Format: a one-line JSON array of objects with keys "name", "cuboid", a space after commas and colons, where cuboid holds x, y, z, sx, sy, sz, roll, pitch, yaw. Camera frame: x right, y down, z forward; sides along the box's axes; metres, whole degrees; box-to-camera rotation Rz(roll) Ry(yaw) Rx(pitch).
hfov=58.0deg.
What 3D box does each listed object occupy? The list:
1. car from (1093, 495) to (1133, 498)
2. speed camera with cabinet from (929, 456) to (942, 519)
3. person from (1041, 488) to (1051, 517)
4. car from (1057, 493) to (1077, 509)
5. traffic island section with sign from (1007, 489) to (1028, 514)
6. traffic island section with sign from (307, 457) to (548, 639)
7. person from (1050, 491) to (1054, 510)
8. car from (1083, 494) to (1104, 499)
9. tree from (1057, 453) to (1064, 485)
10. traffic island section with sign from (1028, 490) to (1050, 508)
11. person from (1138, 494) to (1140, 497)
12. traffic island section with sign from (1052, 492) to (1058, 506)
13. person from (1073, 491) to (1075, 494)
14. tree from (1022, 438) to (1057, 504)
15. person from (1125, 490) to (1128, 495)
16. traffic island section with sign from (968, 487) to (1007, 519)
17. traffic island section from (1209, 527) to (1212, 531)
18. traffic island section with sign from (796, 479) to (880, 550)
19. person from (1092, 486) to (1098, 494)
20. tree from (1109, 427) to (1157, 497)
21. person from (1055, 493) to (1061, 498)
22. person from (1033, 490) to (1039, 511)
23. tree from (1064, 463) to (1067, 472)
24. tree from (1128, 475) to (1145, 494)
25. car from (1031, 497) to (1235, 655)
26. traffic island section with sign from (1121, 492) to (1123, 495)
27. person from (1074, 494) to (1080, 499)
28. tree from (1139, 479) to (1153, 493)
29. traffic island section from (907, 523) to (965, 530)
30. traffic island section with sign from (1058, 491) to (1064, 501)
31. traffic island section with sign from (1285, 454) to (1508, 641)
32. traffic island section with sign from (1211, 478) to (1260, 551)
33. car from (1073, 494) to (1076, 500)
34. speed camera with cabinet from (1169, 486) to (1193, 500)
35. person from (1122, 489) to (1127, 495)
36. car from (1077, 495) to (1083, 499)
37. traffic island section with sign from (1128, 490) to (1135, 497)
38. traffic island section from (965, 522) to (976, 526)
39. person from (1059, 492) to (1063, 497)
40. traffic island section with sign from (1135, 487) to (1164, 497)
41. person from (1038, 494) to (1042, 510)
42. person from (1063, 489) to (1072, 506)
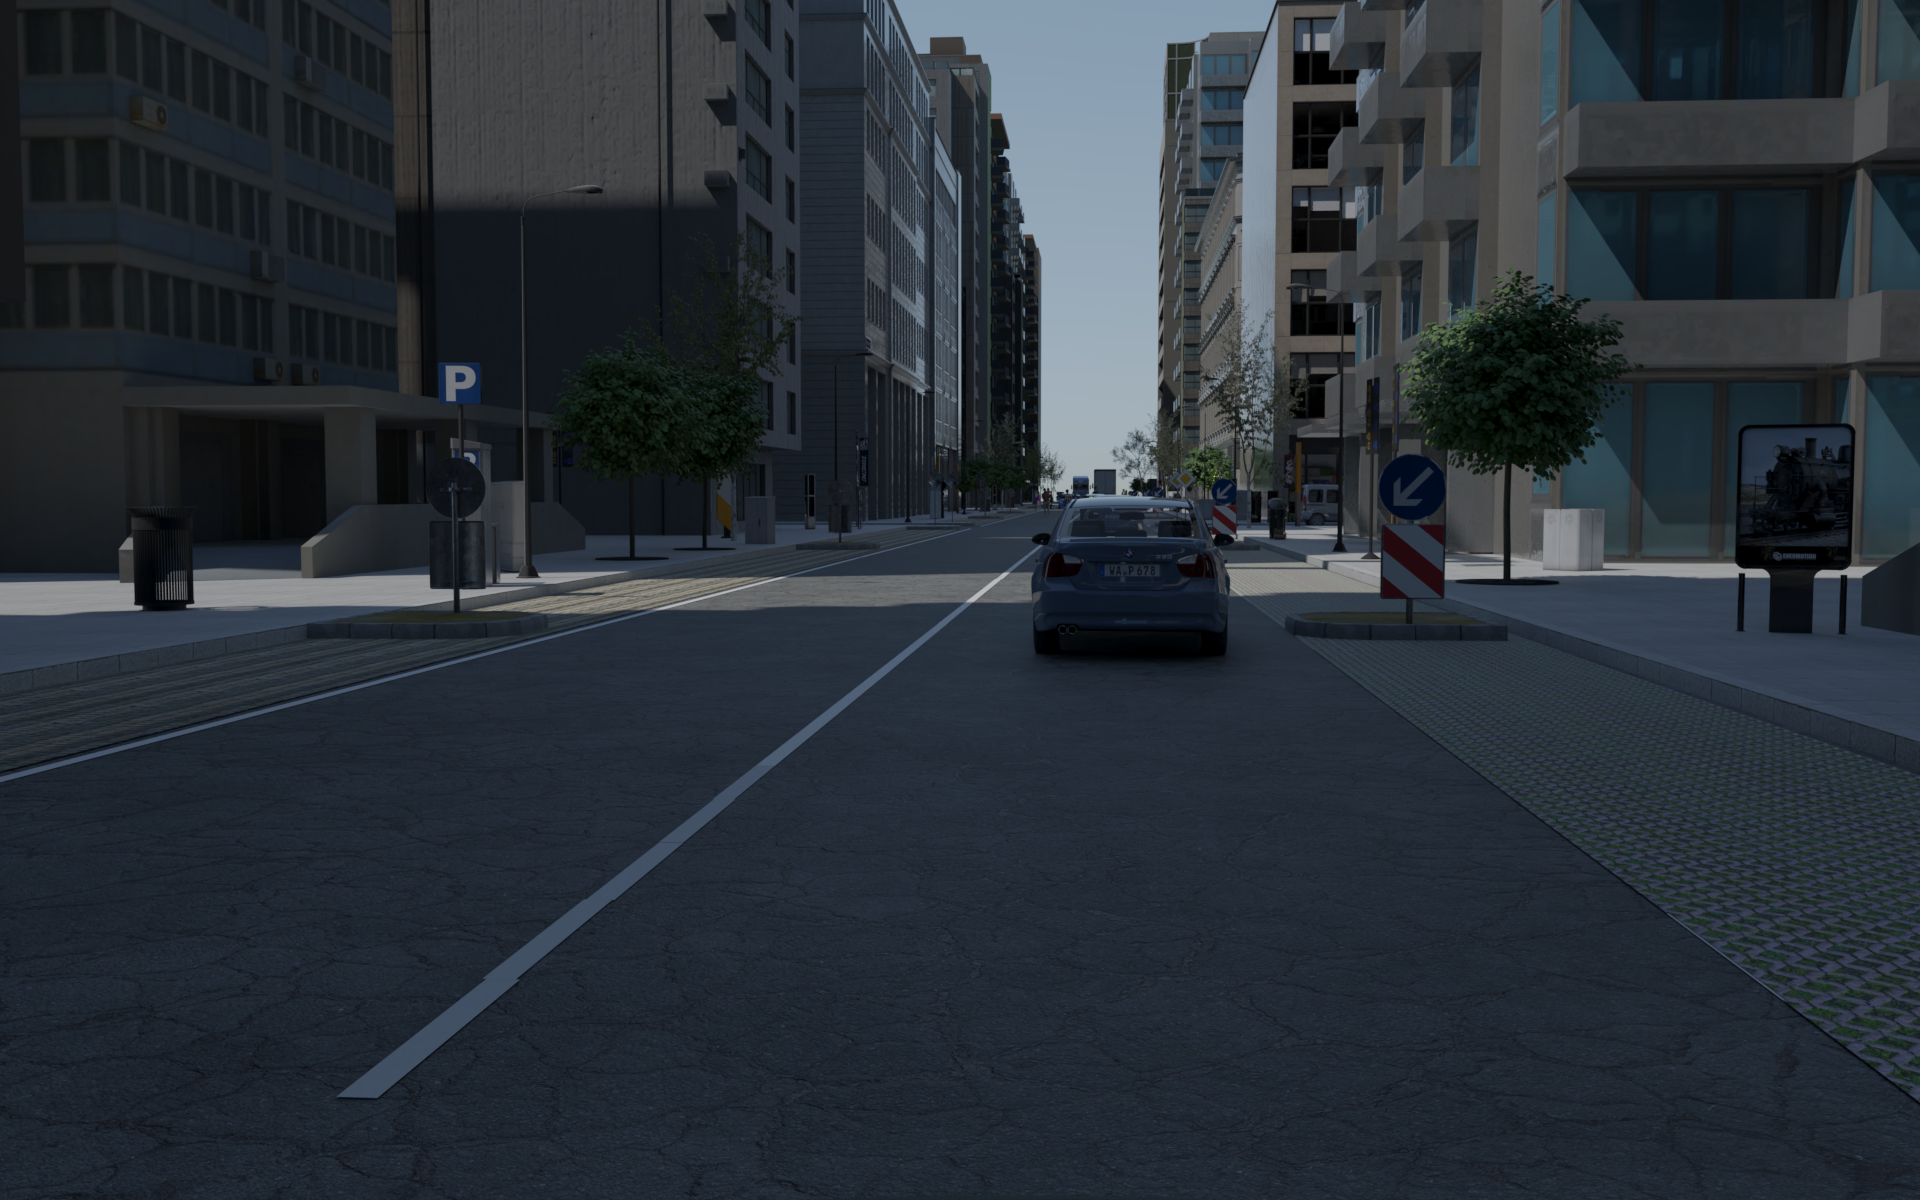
[{"name": "car", "cuboid": [4.627, -2.449, 52.037, 2.014, 1.417, 4.499, 0, 4, 6]}, {"name": "speed camera with cabinet", "cuboid": [-1.259, -5.819, 89.476, 0.660, 3.252, 2.038, 0, 4, 0]}, {"name": "person", "cuboid": [5.366, -6.028, 107.031, 0.573, 1.828, 0.580, 3, 5, 40]}, {"name": "car", "cuboid": [10.489, -9.804, 169.894, 1.945, 1.707, 3.694, 0, 4, 3]}, {"name": "traffic island section with sign", "cuboid": [3.772, -7.272, 127.525, 1.989, 1.847, 2.006, 0, 4, 5]}, {"name": "traffic island section with sign", "cuboid": [-5.393, -0.570, 17.947, 1.989, 1.847, 2.006, 0, 4, 5]}, {"name": "person", "cuboid": [8.484, -9.201, 159.644, 0.721, 1.735, 1.217, 0, 4, -6]}, {"name": "car", "cuboid": [7.598, -5.339, 97.080, 2.009, 1.686, 4.222, 0, 4, 5]}, {"name": "tree", "cuboid": [11.671, -18.053, 245.528, 4.737, 8.622, 4.395, 0, 3, 0]}, {"name": "traffic island section with sign", "cuboid": [7.895, -10.285, 176.785, 1.989, 1.847, 2.006, 0, 4, 5]}, {"name": "person", "cuboid": [16.559, -9.105, 160.620, 0.557, 1.426, 1.065, 3, 5, 43]}, {"name": "traffic island section with sign", "cuboid": [10.205, -11.973, 204.382, 1.989, 1.847, 2.006, 0, 4, 5]}, {"name": "person", "cuboid": [13.935, -12.343, 210.864, 0.434, 1.755, 0.990, 2, 4, 30]}, {"name": "tree", "cuboid": [9.618, -16.968, 227.792, 4.737, 8.622, 4.395, 0, 3, 0]}, {"name": "person", "cuboid": [15.492, -9.337, 161.185, 0.705, 1.821, 1.348, -1, 4, -15]}, {"name": "traffic island section with sign", "cuboid": [1.515, -5.619, 100.491, 1.989, 1.847, 2.006, 0, 4, 5]}, {"name": "traffic island section", "cuboid": [9.028, -2.873, 69.249, 2.009, 0.180, 2.903, 0, 4, 5]}, {"name": "traffic island section with sign", "cuboid": [-3.126, -2.226, 45.022, 1.989, 1.847, 2.006, 0, 4, 5]}, {"name": "person", "cuboid": [8.349, -5.989, 105.783, 0.474, 1.900, 0.648, -3, 4, -36]}, {"name": "tree", "cuboid": [25.054, -18.609, 238.670, 8.767, 10.594, 7.601, -3, 5, -40]}, {"name": "person", "cuboid": [11.938, -12.055, 206.324, 1.217, 1.736, 0.721, 1, 4, 13]}, {"name": "person", "cuboid": [6.578, -8.623, 149.513, 0.581, 1.822, 0.654, 1, 4, 15]}, {"name": "tree", "cuboid": [15.595, -20.764, 289.849, 4.737, 8.622, 4.395, 0, 3, 0]}, {"name": "tree", "cuboid": [30.284, -18.949, 293.524, 4.285, 4.588, 4.351, 0, 3, 0]}, {"name": "car", "cuboid": [1.663, -0.292, 16.773, 2.014, 1.417, 4.499, 0, 4, 6]}, {"name": "traffic island section with sign", "cuboid": [17.643, -10.241, 176.072, 1.989, 1.847, 2.006, 0, 4, 5]}, {"name": "person", "cuboid": [11.783, -9.923, 173.976, 0.697, 1.427, 0.421, -1, 4, -22]}, {"name": "tree", "cuboid": [23.691, -13.728, 219.046, 1.663, 3.219, 1.824, 0, 3, 0]}, {"name": "traffic island section", "cuboid": [-1.028, -2.924, 70.092, 2.009, 0.180, 2.903, 0, 4, 5]}, {"name": "traffic island section with sign", "cuboid": [14.800, -15.323, 259.151, 1.989, 1.847, 2.006, 0, 4, 5]}, {"name": "traffic island section with sign", "cuboid": [4.399, -0.561, 17.795, 1.989, 1.847, 2.006, 0, 4, 5]}, {"name": "traffic island section with sign", "cuboid": [6.651, -2.204, 44.656, 1.989, 1.847, 2.006, 0, 4, 5]}, {"name": "car", "cuboid": [12.165, -11.070, 193.003, 2.014, 1.417, 4.499, 0, 4, 4]}, {"name": "speed camera with cabinet", "cuboid": [19.047, -9.481, 149.350, 2.038, 3.252, 0.660, -2, 4, -25]}, {"name": "person", "cuboid": [13.112, -7.969, 138.573, 0.755, 1.850, 0.659, -1, 4, -11]}, {"name": "car", "cuboid": [13.507, -11.710, 204.043, 1.945, 1.354, 3.894, 0, 4, 7]}, {"name": "traffic island section with sign", "cuboid": [13.507, -7.216, 126.610, 1.989, 1.847, 2.006, 0, 4, 5]}, {"name": "traffic island section", "cuboid": [-0.362, -3.411, 78.050, 2.009, 0.180, 2.903, 0, 4, 5]}, {"name": "person", "cuboid": [11.829, -11.917, 204.127, 0.721, 1.735, 1.217, -1, 4, -20]}, {"name": "traffic island section with sign", "cuboid": [11.205, -5.538, 99.167, 1.989, 1.847, 2.006, 0, 4, 5]}, {"name": "person", "cuboid": [7.048, -8.722, 154.323, 0.991, 1.433, 0.599, 1, 4, 23]}, {"name": "person", "cuboid": [6.290, -5.583, 100.612, 0.563, 1.720, 0.643, -2, 4, -35]}]
